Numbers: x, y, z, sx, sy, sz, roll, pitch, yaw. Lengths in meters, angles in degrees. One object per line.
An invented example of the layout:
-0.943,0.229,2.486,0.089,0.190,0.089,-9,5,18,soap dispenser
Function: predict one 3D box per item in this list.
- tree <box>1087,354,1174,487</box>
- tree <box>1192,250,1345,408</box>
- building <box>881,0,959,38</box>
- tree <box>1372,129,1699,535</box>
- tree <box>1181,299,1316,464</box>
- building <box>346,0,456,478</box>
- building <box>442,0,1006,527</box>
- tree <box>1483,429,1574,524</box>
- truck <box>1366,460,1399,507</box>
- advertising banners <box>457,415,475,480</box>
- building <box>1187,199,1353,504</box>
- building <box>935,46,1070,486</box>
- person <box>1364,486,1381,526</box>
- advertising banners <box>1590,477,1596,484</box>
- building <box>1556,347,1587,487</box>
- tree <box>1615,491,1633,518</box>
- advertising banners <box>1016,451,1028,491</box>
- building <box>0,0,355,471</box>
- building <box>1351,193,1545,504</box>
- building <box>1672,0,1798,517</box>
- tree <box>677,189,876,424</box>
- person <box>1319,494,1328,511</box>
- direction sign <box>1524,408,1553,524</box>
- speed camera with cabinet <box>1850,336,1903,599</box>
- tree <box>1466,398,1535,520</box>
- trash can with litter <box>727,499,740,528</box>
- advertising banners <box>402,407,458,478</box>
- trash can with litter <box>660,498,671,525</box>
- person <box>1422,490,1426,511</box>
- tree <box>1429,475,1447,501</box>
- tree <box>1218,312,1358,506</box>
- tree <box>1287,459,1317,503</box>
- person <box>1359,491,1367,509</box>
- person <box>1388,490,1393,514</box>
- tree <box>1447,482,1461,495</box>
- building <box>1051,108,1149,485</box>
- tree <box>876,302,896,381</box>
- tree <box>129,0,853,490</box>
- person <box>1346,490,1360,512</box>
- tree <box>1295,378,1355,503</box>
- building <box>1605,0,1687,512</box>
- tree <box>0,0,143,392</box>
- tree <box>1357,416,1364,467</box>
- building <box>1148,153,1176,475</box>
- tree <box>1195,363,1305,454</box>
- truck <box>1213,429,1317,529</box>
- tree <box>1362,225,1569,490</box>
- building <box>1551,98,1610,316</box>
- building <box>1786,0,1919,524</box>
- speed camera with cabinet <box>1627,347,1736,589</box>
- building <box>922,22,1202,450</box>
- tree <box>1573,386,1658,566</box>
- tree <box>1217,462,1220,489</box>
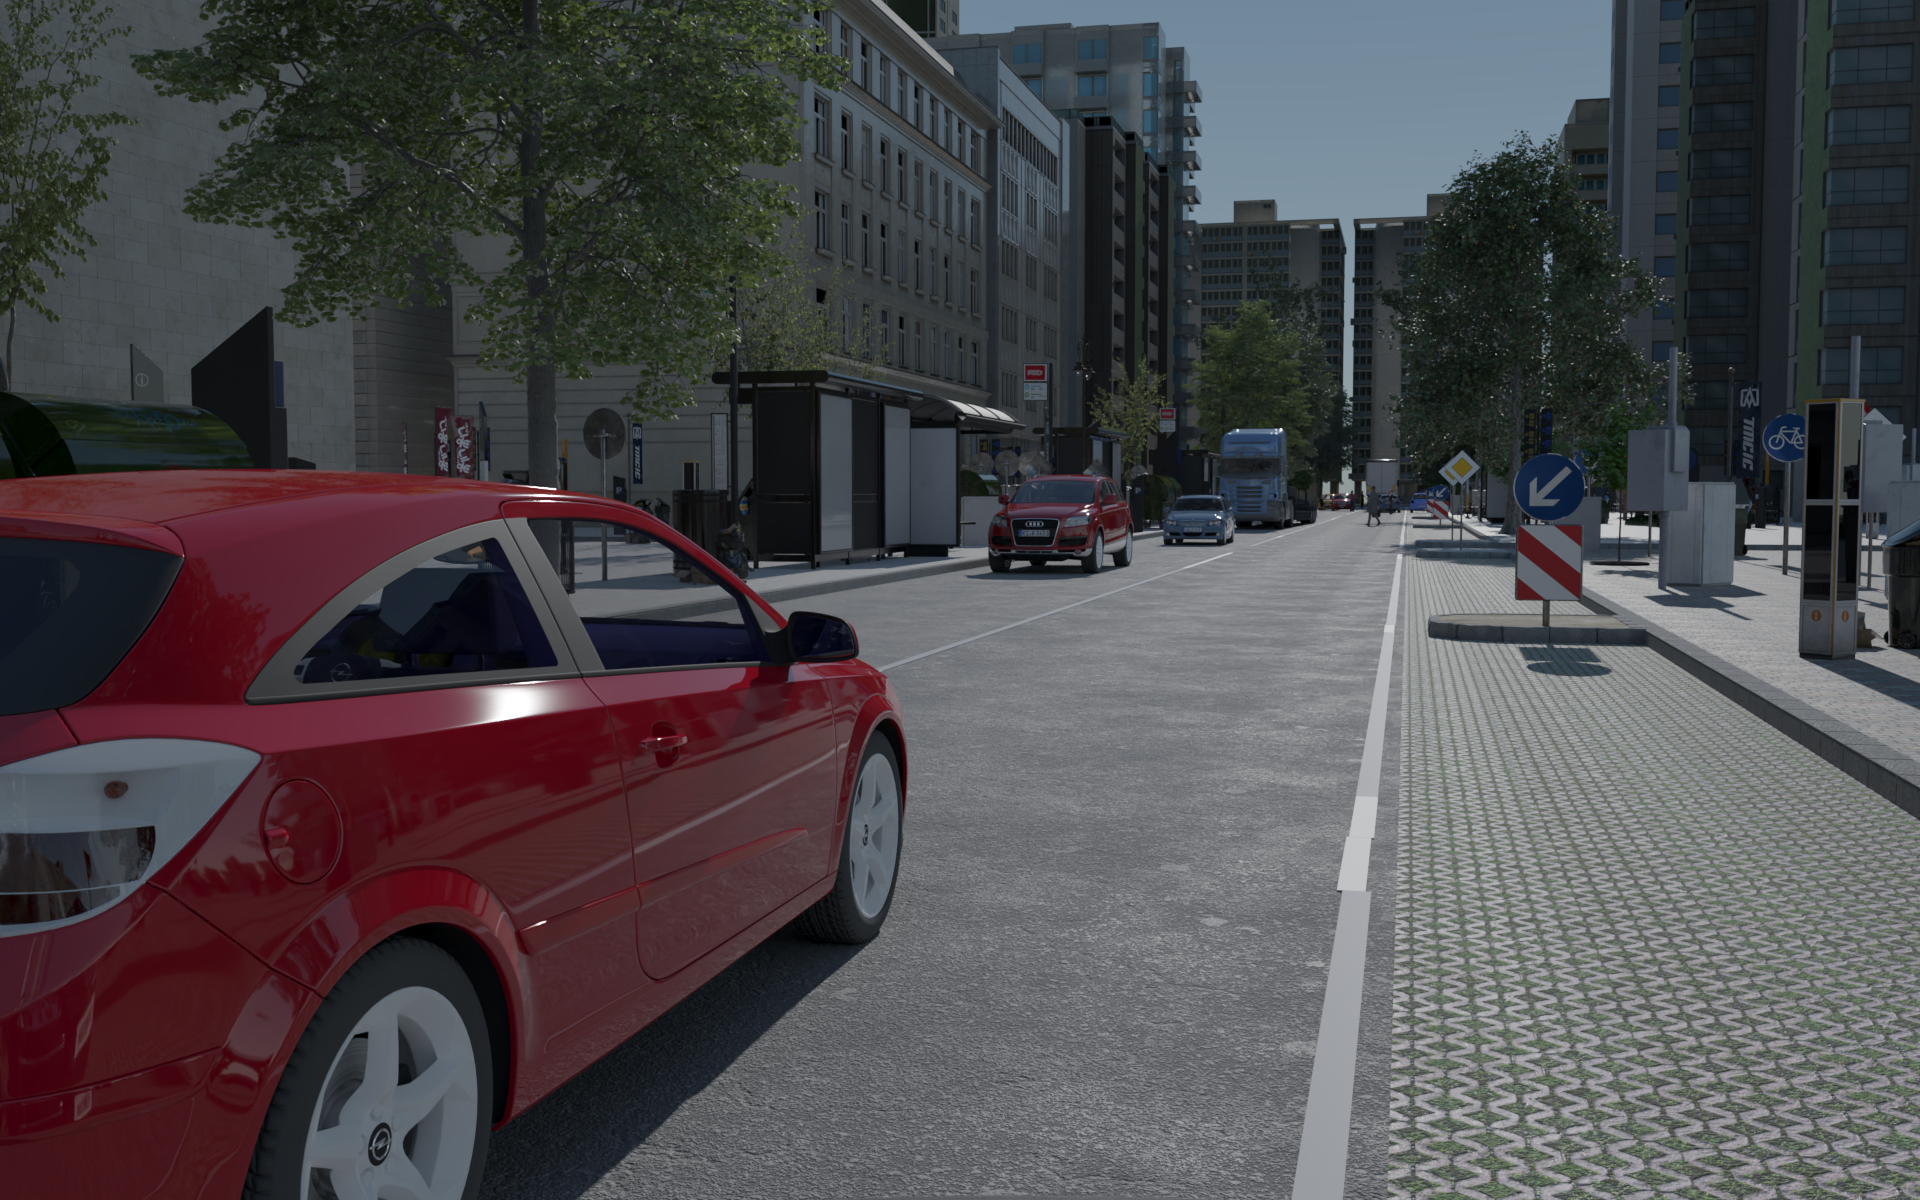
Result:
8.929,-8.566,90.424,4.360,8.622,3.978,0,3,0,tree
24.081,-17.206,137.215,12.611,20.169,13.585,0,3,0,tree
-12.551,-48.935,238.331,20.611,71.187,20.563,1,4,14,building
17.726,-8.433,54.894,9.611,12.733,9.660,0,3,0,tree
16.797,-11.173,100.804,7.486,12.596,7.792,0,3,0,tree
-33.216,-17.048,75.991,25.104,27.353,12.463,1,4,14,building
-9.158,-15.032,79.053,16.112,22.955,30.059,1,4,14,building
20.854,-4.901,63.841,4.285,4.588,4.351,0,3,0,tree
35.688,-9.637,146.483,2.839,4.237,11.283,1,4,14,truck
-10.348,-2.606,38.790,2.074,3.025,0.090,-2,4,-27,advertising banners
39.136,-33.014,231.657,23.993,40.220,32.217,1,4,14,building
-1.336,-17.422,102.869,12.078,24.808,19.932,1,4,14,building
18.682,-4.268,78.384,0.767,1.812,0.694,3,5,44,person
34.535,-6.134,96.476,2.074,3.025,0.090,0,4,5,advertising banners
71.412,-19.415,162.473,27.650,21.520,28.899,1,4,14,building
36.220,-6.711,93.432,4.285,4.588,4.351,0,3,0,tree
2.403,-4.548,70.543,0.090,3.025,2.074,-2,4,-27,advertising banners
-21.470,-10.781,31.028,16.860,20.320,10.420,1,4,14,building
63.418,-32.688,226.324,23.993,40.220,32.217,1,4,14,building
48.676,-20.099,100.320,14.160,30.474,14.107,1,4,14,building
-4.755,-5.585,41.676,4.360,8.622,3.978,0,3,0,tree
30.714,-8.226,146.185,0.799,1.438,0.628,1,4,21,person
15.341,-3.304,46.024,0.379,3.537,0.876,-2,4,-34,direction sign
11.535,-1.639,21.138,0.660,3.252,2.038,-1,4,-12,speed camera with cabinet
25.656,-8.201,84.455,4.737,8.622,4.395,0,3,0,tree
-7.357,-2.702,55.559,0.624,1.170,1.055,3,5,41,trash can with litter
-10.647,-2.324,34.192,0.090,3.025,2.074,1,4,19,advertising banners
-10.206,-3.025,60.848,1.055,1.170,0.624,0,4,2,trash can with litter
38.944,-8.302,144.760,0.750,1.759,0.617,0,4,5,person
50.237,-11.955,179.181,4.285,4.588,4.351,0,3,0,tree
22.032,-13.216,122.743,9.857,13.997,8.962,0,3,0,tree
31.252,-10.742,159.352,4.285,4.588,4.351,0,3,0,tree
39.410,-9.793,169.336,1.217,1.735,0.721,-3,5,-41,person
30.609,-6.977,123.383,0.445,1.727,0.742,-2,4,-28,person
41.647,-9.141,144.058,1.663,3.219,1.824,0,3,0,tree
6.224,-22.150,133.859,14.160,30.474,14.107,1,4,14,building
-4.268,-6.286,53.143,4.360,8.622,3.978,0,3,0,tree
-4.892,-6.179,19.162,7.486,12.596,7.792,0,3,0,tree
31.146,-7.836,137.346,1.217,1.743,0.721,3,5,40,person
35.495,-16.361,177.876,12.009,13.543,11.850,0,3,0,tree
61.586,-36.235,134.440,21.231,58.520,28.212,1,4,14,building
-12.693,-4.400,22.309,4.737,8.622,4.395,0,3,0,tree
39.659,-17.347,190.272,9.857,13.997,8.962,0,3,0,tree
10.364,-22.975,147.335,14.160,30.474,14.107,1,4,14,building
18.618,-10.779,110.643,7.601,10.594,8.767,-1,4,-20,tree
13.927,-5.349,77.214,2.967,4.110,18.799,1,4,16,truck
30.810,-15.247,105.185,12.611,20.169,13.585,0,3,0,tree
84.361,-36.089,213.752,21.600,48.544,21.300,1,4,14,building
45.399,-24.126,78.057,14.154,41.232,14.086,1,4,14,building
10.025,-1.816,24.027,2.038,3.252,0.660,-3,5,-40,speed camera with cabinet
9.202,-34.273,179.973,30.456,49.044,23.786,1,4,14,building
11.876,-2.251,31.409,1.663,3.219,1.824,0,3,0,tree
14.302,-5.978,92.344,1.663,3.219,1.824,0,3,0,tree
